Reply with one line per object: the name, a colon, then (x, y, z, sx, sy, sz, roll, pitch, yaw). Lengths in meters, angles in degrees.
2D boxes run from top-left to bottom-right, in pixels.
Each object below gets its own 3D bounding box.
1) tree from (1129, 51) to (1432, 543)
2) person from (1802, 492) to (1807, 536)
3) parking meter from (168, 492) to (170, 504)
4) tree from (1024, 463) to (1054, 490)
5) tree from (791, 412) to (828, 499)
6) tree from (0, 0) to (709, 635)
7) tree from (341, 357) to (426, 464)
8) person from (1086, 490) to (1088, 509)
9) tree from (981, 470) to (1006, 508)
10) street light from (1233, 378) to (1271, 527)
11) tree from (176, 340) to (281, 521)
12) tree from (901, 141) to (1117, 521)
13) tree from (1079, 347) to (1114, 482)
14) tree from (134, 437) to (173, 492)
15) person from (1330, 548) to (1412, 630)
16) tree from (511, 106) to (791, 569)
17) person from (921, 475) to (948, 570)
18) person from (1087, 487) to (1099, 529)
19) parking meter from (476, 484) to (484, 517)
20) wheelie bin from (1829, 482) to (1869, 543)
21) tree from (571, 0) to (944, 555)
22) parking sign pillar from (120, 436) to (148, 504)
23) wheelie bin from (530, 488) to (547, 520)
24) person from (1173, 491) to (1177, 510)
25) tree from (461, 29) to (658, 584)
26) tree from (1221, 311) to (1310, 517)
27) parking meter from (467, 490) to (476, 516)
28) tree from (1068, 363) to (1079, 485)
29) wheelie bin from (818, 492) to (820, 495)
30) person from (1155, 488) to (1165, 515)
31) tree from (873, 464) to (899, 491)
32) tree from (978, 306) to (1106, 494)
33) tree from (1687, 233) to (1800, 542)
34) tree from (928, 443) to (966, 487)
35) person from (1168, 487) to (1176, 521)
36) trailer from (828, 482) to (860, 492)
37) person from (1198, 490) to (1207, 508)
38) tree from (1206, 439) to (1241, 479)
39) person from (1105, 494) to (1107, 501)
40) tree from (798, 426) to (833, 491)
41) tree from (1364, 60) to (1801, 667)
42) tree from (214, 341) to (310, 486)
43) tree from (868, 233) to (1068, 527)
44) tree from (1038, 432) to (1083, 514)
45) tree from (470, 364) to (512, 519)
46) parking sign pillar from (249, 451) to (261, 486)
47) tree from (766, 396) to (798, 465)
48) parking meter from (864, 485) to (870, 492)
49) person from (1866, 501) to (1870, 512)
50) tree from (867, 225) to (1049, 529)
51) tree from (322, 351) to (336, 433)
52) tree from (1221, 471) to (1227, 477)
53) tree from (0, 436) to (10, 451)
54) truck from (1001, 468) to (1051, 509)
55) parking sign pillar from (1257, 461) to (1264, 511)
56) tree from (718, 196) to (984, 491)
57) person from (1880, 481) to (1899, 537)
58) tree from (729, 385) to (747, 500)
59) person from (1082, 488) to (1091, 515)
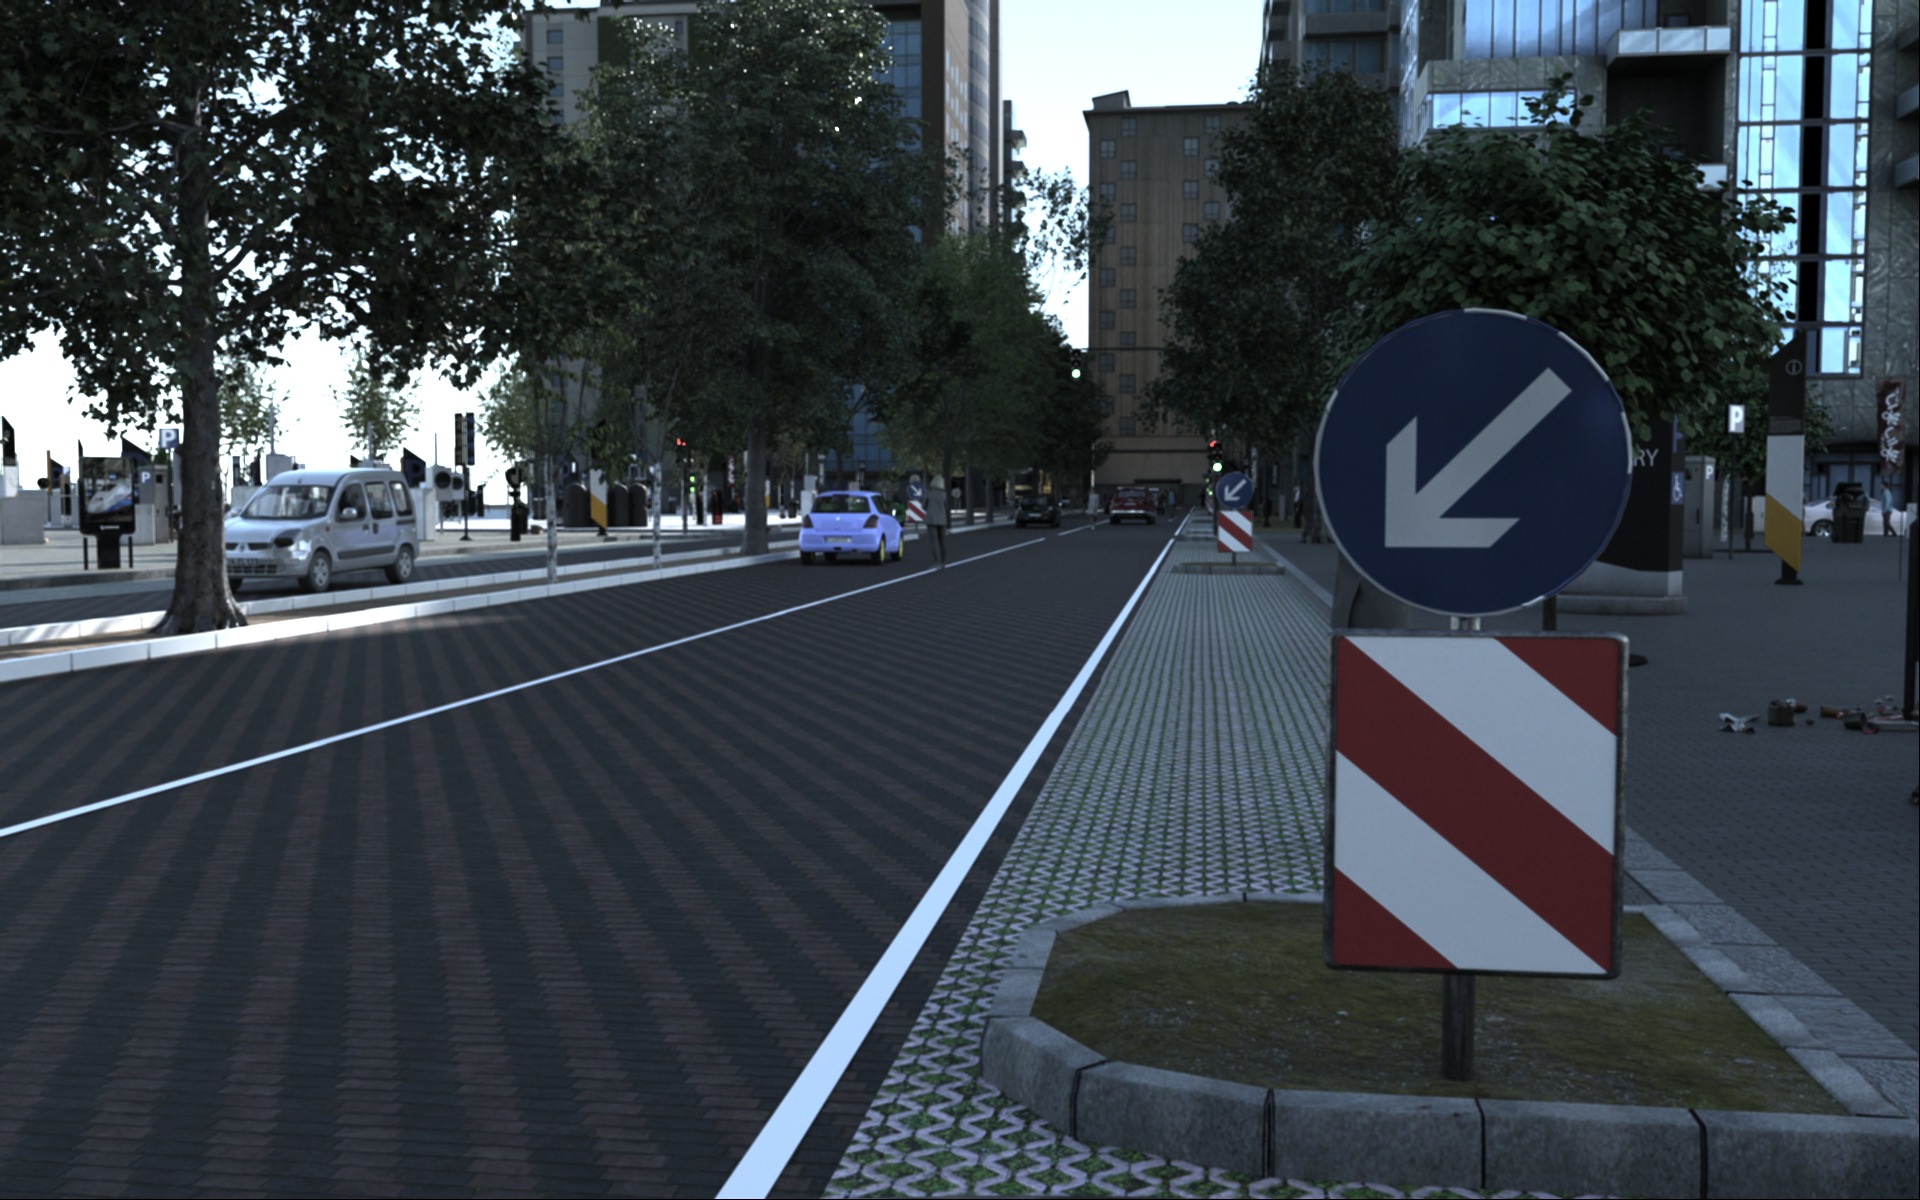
tree: (9.241, -7.844, 45.256, 9.611, 12.733, 9.660, 0, 3, 0)
person: (25.962, -2.738, 53.613, 0.599, 1.781, 0.374, -1, 4, -12)
parking meter: (-53.088, -6.746, 116.007, 0.399, 1.863, 0.255, 3, 5, 42)
tree: (9.251, -15.237, 199.493, 4.360, 8.622, 3.978, 0, 3, 0)
tree: (-9.770, -9.050, 98.332, 4.360, 8.622, 3.978, 0, 3, 0)
tree: (-7.842, -6.010, 17.735, 9.611, 12.733, 9.660, 0, 3, 0)
tree: (-29.928, -8.499, 89.314, 4.360, 8.622, 3.978, 0, 3, 0)
person: (12.245, -9.652, 166.389, 0.705, 1.814, 1.350, 0, 4, 0)
tree: (3.613, -10.735, 159.232, 4.285, 4.588, 4.351, 0, 3, 0)
street light: (11.438, -5.811, 67.556, 1.470, 5.913, 1.316, 0, 4, 8)
tree: (-30.072, -7.373, 70.913, 4.737, 8.622, 4.395, 0, 3, 0)
tree: (1.673, -14.370, 93.295, 12.611, 20.169, 13.585, 0, 3, 0)
tree: (6.574, -12.078, 118.065, 7.486, 12.596, 7.792, 0, 3, 0)
tree: (-24.035, -3.528, 52.279, 1.663, 3.219, 1.824, 0, 3, 0)
person: (1.663, 0.095, 6.745, 0.447, 1.846, 0.655, 0, 4, 1)
tree: (-5.763, -4.907, 33.041, 4.360, 8.622, 3.978, 0, 3, 0)
person: (-0.499, -1.491, 33.058, 0.537, 1.800, 0.526, -1, 4, -17)
person: (5.417, -3.752, 70.592, 0.466, 1.731, 0.760, 0, 4, -4)
parking meter: (-27.042, -5.620, 97.594, 0.399, 1.863, 0.255, -1, 4, -14)
wheelie bin: (23.398, -2.300, 45.508, 0.980, 1.594, 0.693, 0, 4, -2)
tree: (-4.818, -8.025, 40.324, 9.857, 13.997, 8.962, 0, 3, 0)
parking sign pillar: (-38.145, -5.609, 80.183, 1.447, 3.967, 1.447, 0, 4, -4)
wheelie bin: (-20.891, -4.786, 86.165, 0.980, 1.594, 0.693, 0, 4, 6)
person: (19.838, -9.222, 160.206, 0.541, 1.710, 0.530, -2, 4, -35)
tree: (-6.435, -4.529, 26.869, 4.737, 8.622, 4.395, 0, 3, 0)
tree: (16.281, -10.411, 95.973, 9.928, 11.665, 9.643, 0, 3, 0)
parking meter: (-32.095, -6.468, 114.155, 0.372, 1.533, 0.369, 0, 3, 0)
tree: (1.351, -9.893, 82.336, 7.486, 12.596, 7.792, 0, 3, 0)
wheelie bin: (-10.128, -6.875, 120.320, 0.980, 1.594, 0.693, 2, 4, 28)
person: (13.813, -6.802, 119.625, 0.656, 1.842, 0.836, 0, 4, -6)
tree: (-4.698, -6.942, 108.106, 1.663, 3.219, 1.824, 0, 3, 0)
tree: (4.573, -11.312, 104.417, 9.611, 12.733, 9.660, 0, 3, 0)
tree: (20.602, -5.895, 46.746, 4.737, 8.622, 4.395, 0, 3, 0)
tree: (-0.879, -11.313, 135.328, 4.360, 8.622, 3.978, 0, 3, 0)
person: (11.199, -5.057, 91.526, 0.444, 1.785, 0.601, 2, 4, 32)
trailer: (-5.531, -4.518, 80.918, 1.471, 1.999, 3.904, 0, 4, 8)
person: (23.291, -9.641, 165.757, 1.348, 1.869, 0.705, 3, 4, 38)
tree: (30.777, -15.367, 201.615, 4.360, 8.622, 3.978, 0, 3, 0)
person: (15.069, -10.215, 178.767, 0.557, 1.426, 1.065, 1, 4, 18)
tree: (-12.061, -11.414, 136.983, 4.737, 8.622, 4.395, 0, 3, 0)
tree: (4.558, -1.815, 13.388, 4.285, 4.588, 4.351, 0, 3, 0)
tree: (-31.910, -7.829, 78.360, 4.360, 8.622, 3.978, 0, 3, 0)
tree: (0.365, -9.434, 74.829, 7.486, 12.596, 7.792, 0, 3, 0)
tree: (7.253, -10.491, 124.350, 4.737, 8.622, 4.395, 0, 3, 0)
tree: (-23.592, -8.549, 90.136, 4.360, 8.622, 3.978, 0, 3, 0)
parking sign pillar: (-41.985, -7.019, 103.233, 1.447, 3.967, 1.447, -1, 4, -12)
tree: (-12.799, -9.611, 107.506, 4.737, 8.622, 4.395, 0, 3, 0)
parking meter: (-6.193, -6.703, 115.297, 0.399, 1.863, 0.255, -2, 4, -27)
person: (27.370, -2.693, 52.871, 0.623, 1.781, 0.721, -2, 4, -33)
tree: (-0.428, -8.433, 66.092, 9.928, 11.665, 9.643, 0, 3, 0)
tree: (-23.416, -7.257, 69.016, 4.737, 8.622, 4.395, 0, 3, 0)
tree: (6.478, -2.471, 24.109, 4.285, 4.588, 4.351, 0, 3, 0)
tree: (-15.995, -1.973, 26.861, 1.663, 3.219, 1.824, 0, 3, 0)
truck: (5.257, -8.391, 133.111, 3.469, 3.379, 9.791, 1, 4, 9)
parking sign pillar: (23.201, -8.910, 134.157, 1.447, 3.967, 1.447, 1, 4, 18)
tree: (-3.357, -6.957, 50.624, 8.767, 10.594, 7.601, 0, 4, 8)
person: (28.389, -2.717, 52.936, 0.620, 1.820, 0.660, 2, 4, 25)
tree: (-13.020, -8.141, 83.473, 4.737, 8.622, 4.395, 0, 3, 0)
person: (8.727, -6.690, 117.848, 0.822, 1.834, 0.622, 1, 4, 22)
